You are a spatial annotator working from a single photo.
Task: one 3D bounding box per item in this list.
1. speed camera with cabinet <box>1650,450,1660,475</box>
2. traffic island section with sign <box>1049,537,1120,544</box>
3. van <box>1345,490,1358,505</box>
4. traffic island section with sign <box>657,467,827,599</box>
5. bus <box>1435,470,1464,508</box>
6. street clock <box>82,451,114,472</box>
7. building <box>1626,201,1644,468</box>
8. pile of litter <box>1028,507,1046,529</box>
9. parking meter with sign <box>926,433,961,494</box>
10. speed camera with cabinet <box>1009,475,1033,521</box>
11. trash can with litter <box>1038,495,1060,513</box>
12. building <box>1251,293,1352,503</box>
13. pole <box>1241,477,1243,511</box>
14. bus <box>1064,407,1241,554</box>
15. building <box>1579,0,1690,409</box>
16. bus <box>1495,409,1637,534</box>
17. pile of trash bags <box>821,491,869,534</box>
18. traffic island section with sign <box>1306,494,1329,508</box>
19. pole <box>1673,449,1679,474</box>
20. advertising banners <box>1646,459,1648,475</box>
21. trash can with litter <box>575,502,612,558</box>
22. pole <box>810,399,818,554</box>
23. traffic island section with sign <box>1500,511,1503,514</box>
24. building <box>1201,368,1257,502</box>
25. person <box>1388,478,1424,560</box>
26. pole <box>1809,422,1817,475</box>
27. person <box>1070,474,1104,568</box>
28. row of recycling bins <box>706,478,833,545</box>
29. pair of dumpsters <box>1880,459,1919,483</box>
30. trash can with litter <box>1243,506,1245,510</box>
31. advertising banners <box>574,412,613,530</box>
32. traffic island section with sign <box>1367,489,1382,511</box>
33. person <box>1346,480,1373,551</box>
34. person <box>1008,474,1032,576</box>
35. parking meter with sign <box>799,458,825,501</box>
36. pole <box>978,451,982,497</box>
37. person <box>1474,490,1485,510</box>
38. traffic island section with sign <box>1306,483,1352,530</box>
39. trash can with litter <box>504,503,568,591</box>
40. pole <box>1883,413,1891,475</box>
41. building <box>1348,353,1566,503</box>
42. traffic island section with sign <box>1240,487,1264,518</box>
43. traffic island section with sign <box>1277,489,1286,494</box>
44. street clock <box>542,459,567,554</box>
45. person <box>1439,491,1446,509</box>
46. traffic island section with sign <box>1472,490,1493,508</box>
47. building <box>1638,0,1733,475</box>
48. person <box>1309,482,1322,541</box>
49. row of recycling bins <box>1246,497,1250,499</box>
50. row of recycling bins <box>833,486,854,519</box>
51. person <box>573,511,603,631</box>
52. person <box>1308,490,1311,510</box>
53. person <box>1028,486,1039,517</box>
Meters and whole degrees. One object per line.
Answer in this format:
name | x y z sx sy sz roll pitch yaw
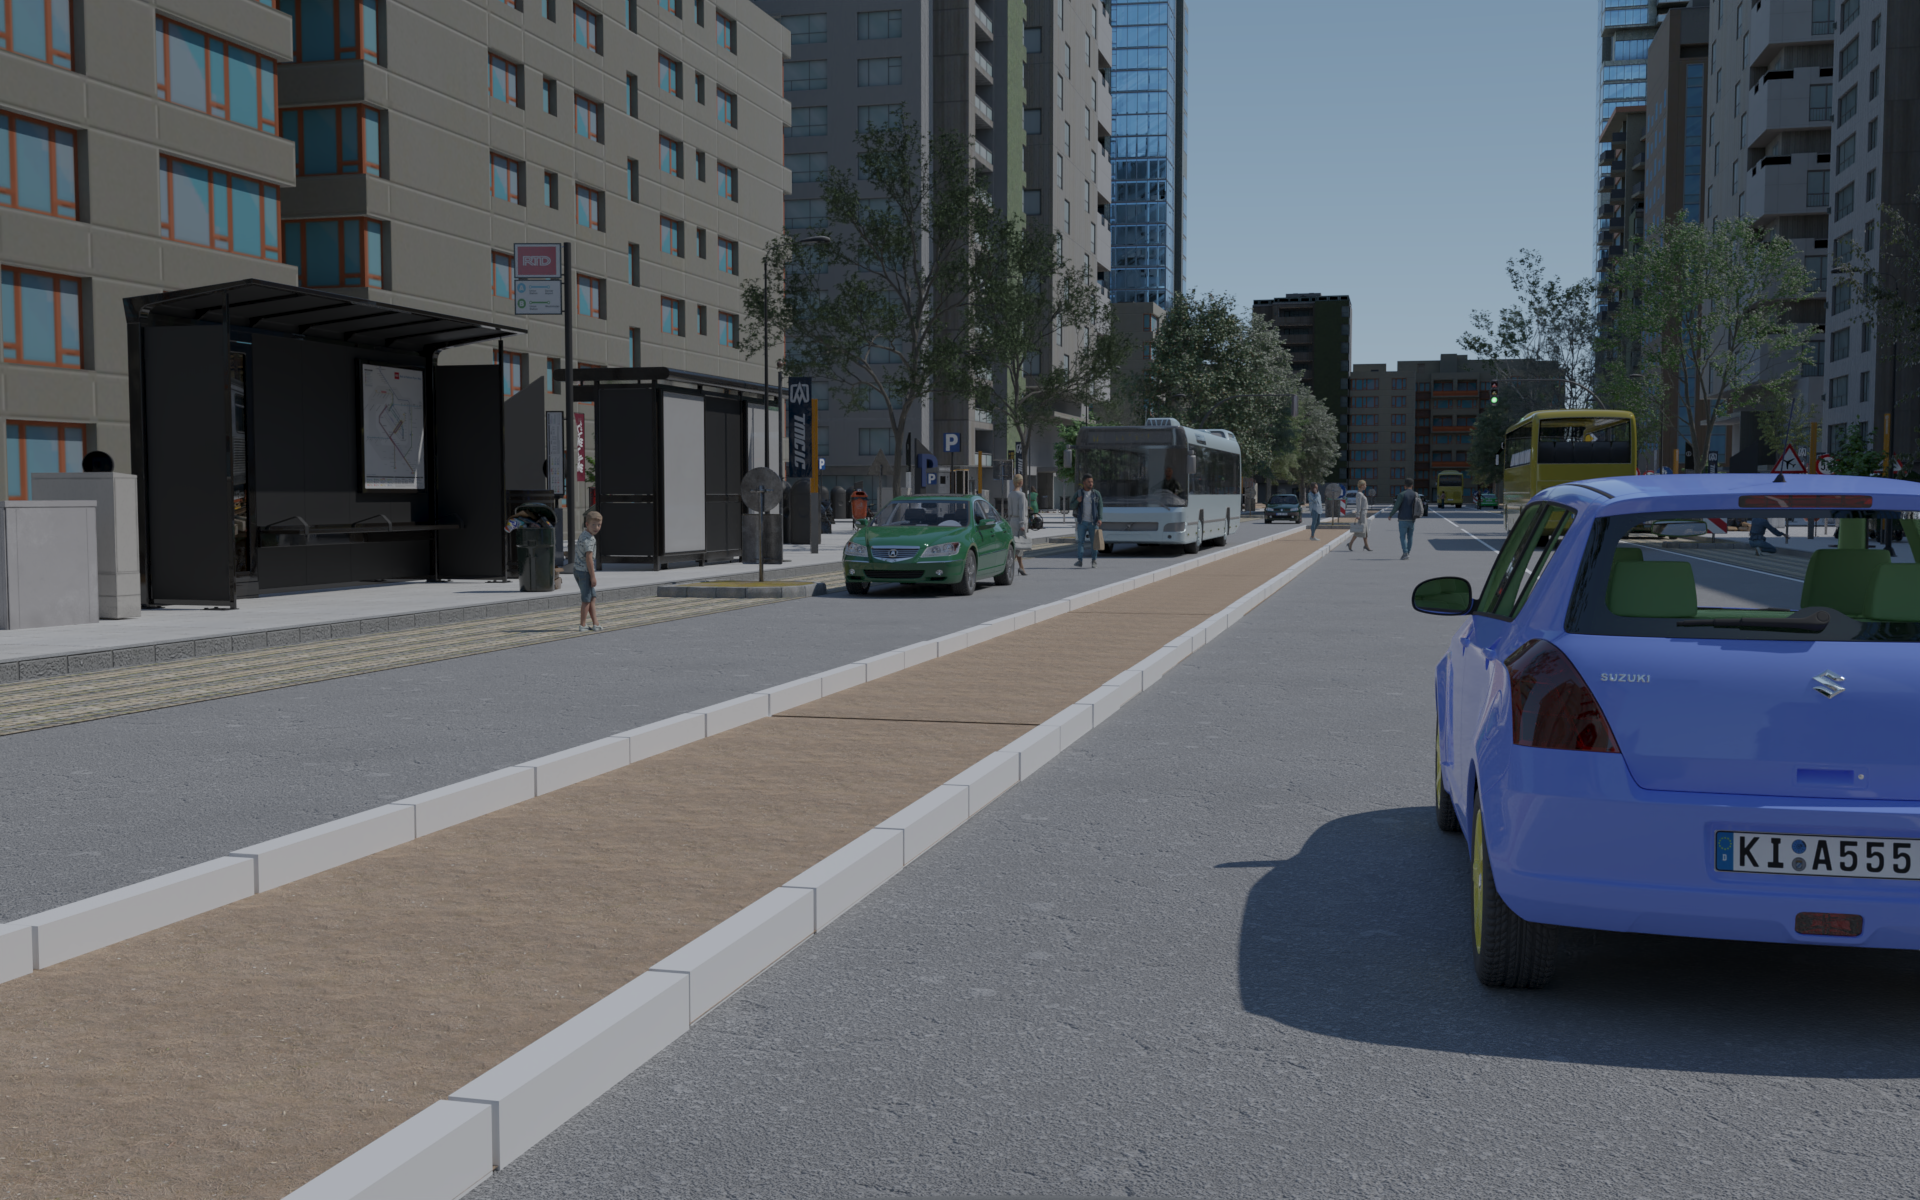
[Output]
speed camera with cabinet | 30.621 -5.097 77.671 2.038 3.252 0.660 -1 4 -8
traffic island section with sign | 3.763 -2.572 50.686 1.989 1.847 2.006 1 4 14
van | 41.952 -10.900 185.218 2.013 2.044 4.112 1 4 14
traffic island section with sign | -2.987 -0.976 24.586 1.989 1.847 2.006 1 4 14
bus | 50.936 -11.532 180.090 2.896 3.916 12.252 1 4 15
street clock | -14.382 -1.491 28.949 0.471 2.002 0.358 -1 4 -21
building | 73.036 -24.430 171.129 14.160 30.474 14.107 1 4 14
pile of litter | 2.357 -3.038 63.629 1.719 0.858 1.176 0 4 -8
parking meter with sign | -0.644 -3.205 48.664 0.543 3.016 1.738 2 4 31
speed camera with cabinet | 2.916 -5.389 82.438 0.660 3.252 2.038 1 4 20
trash can with litter | 6.065 -6.420 116.017 2.233 1.210 1.678 -1 4 -19
building | 49.729 -29.391 252.247 14.107 30.474 14.160 1 4 14
pole | 21.202 -8.360 130.524 0.158 3.312 0.155 0 3 0
bus | 5.266 -3.034 44.468 2.948 3.499 13.247 1 4 15
building | 101.132 -56.817 241.625 31.000 86.520 22.319 1 4 14
bus | 17.214 -3.556 49.689 2.896 3.916 12.252 1 4 14
pile of trash bags | -4.678 -2.862 56.547 3.447 1.369 1.912 -1 4 -14
traffic island section with sign | 36.803 -10.411 178.843 1.989 1.847 2.006 1 4 14
pole | 32.656 -5.212 79.058 0.158 3.312 0.155 0 3 0
advertising banners | 34.311 -5.515 86.361 0.090 3.025 2.074 2 4 28
trash can with litter | -7.317 -1.397 34.221 1.055 1.170 0.624 -3 5 -45
pole | -3.141 -2.654 37.237 0.158 3.312 0.155 0 3 0
traffic island section with sign | 40.423 -7.184 126.092 1.989 1.847 2.006 1 4 14
building | 30.235 -25.680 264.908 28.899 21.520 27.650 1 4 14
person | 9.787 -1.776 37.891 0.623 1.781 0.721 -2 4 -25
pole | 24.215 -3.386 49.208 0.158 3.312 0.155 0 3 0
person | 2.503 -1.522 33.367 0.794 1.824 0.713 1 4 22
row of recycling bins | -5.072 -2.317 44.993 3.534 1.692 1.069 2 4 35
pair of dumpsters | 25.143 -2.749 47.432 1.574 2.255 4.437 1 4 14
trash can with litter | 23.222 -8.082 143.532 1.055 1.170 0.624 -2 4 -24
advertising banners | -8.024 -2.560 38.040 0.090 3.025 2.074 1 4 12
traffic island section with sign | 35.853 -8.727 150.824 2.006 1.907 1.989 1 4 14
person | 10.017 -2.113 43.393 0.624 1.780 0.694 2 4 28
person | 0.960 -1.307 30.222 0.624 1.780 0.694 -1 4 -22
parking meter with sign | -7.476 -5.412 84.743 1.738 3.016 0.543 2 4 29
pole | 0.950 -5.419 82.451 0.158 3.312 0.155 0 3 0
person | 46.955 -9.018 156.458 1.217 1.766 0.721 -1 4 -15
traffic island section with sign | 15.234 -3.838 70.885 2.006 1.907 1.989 1 4 14
trash can with litter | -5.628 -0.710 22.997 0.624 1.170 1.055 0 4 -2
pole | 23.511 -3.063 43.919 0.158 3.312 0.155 0 3 0
building | 72.468 -25.049 254.591 28.899 21.520 27.650 1 4 14
traffic island section with sign | 17.431 -5.817 103.730 1.989 1.847 2.006 1 4 14
traffic island section with sign | 24.172 -7.413 129.832 1.989 1.847 2.006 1 4 14
street clock | -7.711 -1.746 33.117 0.471 2.002 0.358 1 4 18
person | 46.817 -9.720 168.126 0.721 1.736 1.217 3 5 44
traffic island section with sign | 52.971 -10.161 174.753 1.989 1.847 2.006 1 4 14
building | 69.990 -30.973 156.519 14.600 45.320 14.200 1 4 14
person | 10.865 -2.710 53.071 0.793 1.790 0.793 0 4 0
row of recycling bins | 23.957 -8.654 148.610 1.069 1.692 3.534 -1 4 -10
row of recycling bins | -6.662 -4.989 88.686 3.534 1.692 1.069 -2 4 -24
person | -3.866 -0.298 18.052 0.352 1.250 0.332 1 4 17
person | 30.859 -8.781 152.095 0.660 1.820 0.620 2 4 32
person | 3.260 -4.226 77.848 0.600 1.795 0.529 -1 4 -19
